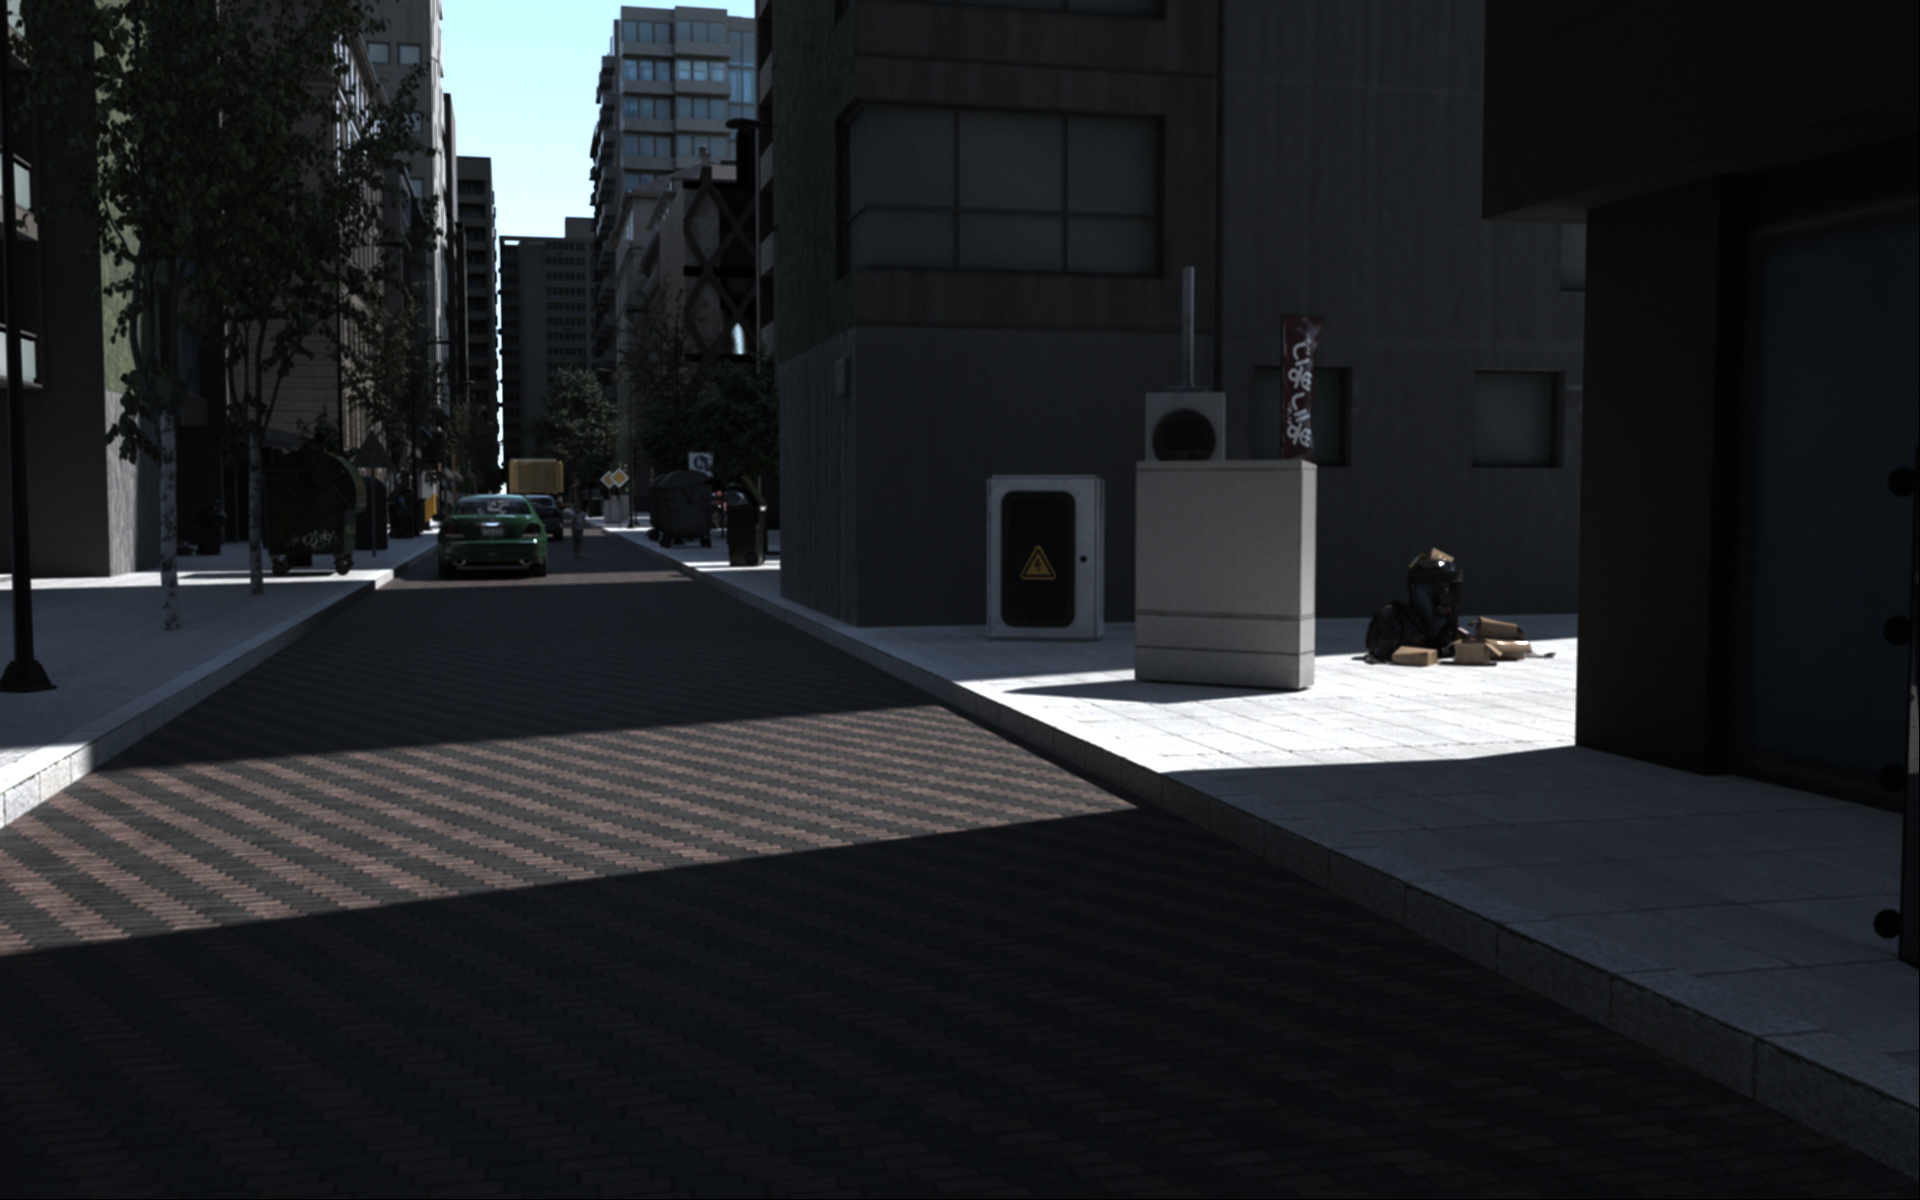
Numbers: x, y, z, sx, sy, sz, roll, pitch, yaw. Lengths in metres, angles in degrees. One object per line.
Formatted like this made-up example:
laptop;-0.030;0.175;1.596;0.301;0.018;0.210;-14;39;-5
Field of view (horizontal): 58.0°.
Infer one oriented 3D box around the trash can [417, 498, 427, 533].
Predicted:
trash can;-18.120;-2.814;57.661;0.748;1.137;0.748;0;3;0

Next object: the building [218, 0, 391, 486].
building;-34.549;-17.475;82.982;12.463;27.353;25.104;-1;4;-14

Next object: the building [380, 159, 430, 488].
building;-41.888;-17.810;110.255;14.314;24.678;30.058;-1;4;-14

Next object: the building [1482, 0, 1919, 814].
building;11.123;-21.557;2.564;14.600;45.320;14.200;-1;4;-14

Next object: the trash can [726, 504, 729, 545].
trash can;-5.374;-1.863;42.119;0.748;1.137;0.748;0;3;0

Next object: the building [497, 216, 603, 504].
building;-53.080;-33.878;245.789;23.993;40.220;32.217;-1;4;-14

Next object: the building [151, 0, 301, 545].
building;-32.537;-23.742;42.811;28.867;44.769;22.147;-1;4;-14

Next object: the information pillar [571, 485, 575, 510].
information pillar;-32.022;-8.482;143.172;0.304;2.012;0.304;-1;4;-13

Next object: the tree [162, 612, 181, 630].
tree;-7.365;-4.038;16.380;4.737;8.622;4.395;0;3;0

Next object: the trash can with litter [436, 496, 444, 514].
trash can with litter;-24.570;-4.322;82.045;0.624;1.170;1.055;2;4;31

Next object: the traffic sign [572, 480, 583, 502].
traffic sign;-27.702;-7.685;125.656;0.884;2.594;0.081;0;4;-5

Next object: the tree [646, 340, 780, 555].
tree;-4.210;-3.263;37.065;4.285;4.588;4.351;0;3;0

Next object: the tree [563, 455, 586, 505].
tree;-25.047;-8.352;120.265;4.285;4.588;4.351;0;3;0

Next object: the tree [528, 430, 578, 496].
tree;-47.409;-16.456;203.459;7.601;10.594;8.767;-1;4;-22

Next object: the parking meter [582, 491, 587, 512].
parking meter;-27.630;-7.282;127.475;0.372;1.533;0.369;0;3;0

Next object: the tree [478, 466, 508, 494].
tree;-53.132;-13.072;197.440;4.285;4.588;4.351;0;3;0

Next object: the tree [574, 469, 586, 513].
tree;-25.046;-7.423;115.962;1.663;3.219;1.824;0;3;0

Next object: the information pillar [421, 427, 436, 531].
information pillar;-18.655;-4.244;60.741;0.504;3.616;0.183;1;4;10

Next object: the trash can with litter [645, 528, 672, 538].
trash can with litter;-8.584;-2.361;49.995;1.055;1.170;0.624;0;4;6

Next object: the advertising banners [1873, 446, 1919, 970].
advertising banners;2.614;-0.461;3.729;0.090;3.025;2.074;0;4;-1

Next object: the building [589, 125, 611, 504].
building;-32.310;-33.691;205.466;22.147;44.769;28.867;-1;4;-14

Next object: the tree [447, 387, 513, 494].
tree;-33.214;-10.340;119.428;4.360;8.622;3.978;0;3;0

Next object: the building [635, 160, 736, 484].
building;-13.446;-16.528;112.029;13.314;21.916;24.055;-1;4;-14

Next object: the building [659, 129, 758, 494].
building;-5.702;-13.340;85.556;16.811;18.784;16.820;-1;4;-14

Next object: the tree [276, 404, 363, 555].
tree;-13.523;-2.602;37.141;1.663;3.219;1.824;0;3;0

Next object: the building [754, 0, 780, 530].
building;5.540;-26.314;53.939;21.300;48.544;21.600;-1;4;-14

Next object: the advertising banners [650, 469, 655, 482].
advertising banners;-16.559;-6.080;95.591;0.090;3.025;2.074;-3;5;-44

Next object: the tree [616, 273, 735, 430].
tree;-9.769;-6.640;58.925;4.737;8.622;4.395;0;3;0

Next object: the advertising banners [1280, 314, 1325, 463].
advertising banners;2.666;-1.250;16.633;2.074;3.025;0.090;-2;4;-27

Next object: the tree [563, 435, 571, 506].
tree;-39.824;-13.844;176.714;4.360;8.622;3.978;0;3;0

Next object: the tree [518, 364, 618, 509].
tree;-33.988;-14.408;152.573;9.611;12.733;9.660;0;3;0

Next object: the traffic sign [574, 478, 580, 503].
traffic sign;-28.452;-7.912;129.465;0.768;2.556;0.104;-1;4;-10

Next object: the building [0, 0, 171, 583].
building;-19.514;-20.706;22.136;14.154;41.232;14.086;-1;4;-14

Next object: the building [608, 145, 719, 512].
building;-20.508;-20.681;135.390;12.463;27.353;25.104;-1;4;-14

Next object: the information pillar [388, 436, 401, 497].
information pillar;-22.760;-4.794;69.732;0.504;3.616;0.183;0;4;-1

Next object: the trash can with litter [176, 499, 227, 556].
trash can with litter;-15.967;-1.522;36.278;1.055;1.170;0.624;-3;5;-43

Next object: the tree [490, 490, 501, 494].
tree;-56.768;-13.340;212.703;1.663;3.219;1.824;0;3;0

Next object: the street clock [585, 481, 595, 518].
street clock;-19.989;-5.448;93.640;0.471;2.002;0.358;-2;4;-34

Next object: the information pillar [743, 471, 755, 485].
information pillar;-5.563;-2.527;45.801;0.304;2.012;0.304;-1;4;-9

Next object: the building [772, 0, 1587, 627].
building;4.150;-20.803;23.730;14.154;41.232;14.086;-1;4;-14

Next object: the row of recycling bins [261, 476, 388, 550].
row of recycling bins;-14.865;-2.043;40.518;3.534;1.692;1.069;2;4;24

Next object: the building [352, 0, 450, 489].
building;-59.599;-34.441;152.355;28.713;52.752;27.495;-1;4;-14

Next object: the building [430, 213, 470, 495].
building;-57.277;-24.670;175.062;14.160;30.474;14.107;-1;4;-14

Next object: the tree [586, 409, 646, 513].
tree;-8.362;-4.250;53.200;4.285;4.588;4.351;0;3;0

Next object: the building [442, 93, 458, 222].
building;-61.887;-32.915;188.276;14.600;45.320;14.200;-1;4;-14

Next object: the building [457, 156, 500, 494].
building;-73.728;-37.337;234.165;21.600;48.544;21.300;-1;4;-14

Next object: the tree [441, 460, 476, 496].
tree;-30.294;-6.691;104.001;1.663;3.219;1.824;0;3;0

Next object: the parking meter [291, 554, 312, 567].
parking meter;-11.709;-1.365;30.728;0.372;1.533;0.369;0;3;0

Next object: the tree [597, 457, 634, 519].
tree;-17.889;-5.898;91.033;1.663;3.219;1.824;0;3;0

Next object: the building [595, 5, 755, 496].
building;-25.274;-34.054;176.393;23.786;49.044;30.456;-1;4;-14

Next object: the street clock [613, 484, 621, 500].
street clock;-17.050;-4.999;86.299;0.358;2.002;0.471;-3;5;-42

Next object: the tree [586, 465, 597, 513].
tree;-21.999;-6.933;107.952;1.663;3.219;1.824;0;3;0
